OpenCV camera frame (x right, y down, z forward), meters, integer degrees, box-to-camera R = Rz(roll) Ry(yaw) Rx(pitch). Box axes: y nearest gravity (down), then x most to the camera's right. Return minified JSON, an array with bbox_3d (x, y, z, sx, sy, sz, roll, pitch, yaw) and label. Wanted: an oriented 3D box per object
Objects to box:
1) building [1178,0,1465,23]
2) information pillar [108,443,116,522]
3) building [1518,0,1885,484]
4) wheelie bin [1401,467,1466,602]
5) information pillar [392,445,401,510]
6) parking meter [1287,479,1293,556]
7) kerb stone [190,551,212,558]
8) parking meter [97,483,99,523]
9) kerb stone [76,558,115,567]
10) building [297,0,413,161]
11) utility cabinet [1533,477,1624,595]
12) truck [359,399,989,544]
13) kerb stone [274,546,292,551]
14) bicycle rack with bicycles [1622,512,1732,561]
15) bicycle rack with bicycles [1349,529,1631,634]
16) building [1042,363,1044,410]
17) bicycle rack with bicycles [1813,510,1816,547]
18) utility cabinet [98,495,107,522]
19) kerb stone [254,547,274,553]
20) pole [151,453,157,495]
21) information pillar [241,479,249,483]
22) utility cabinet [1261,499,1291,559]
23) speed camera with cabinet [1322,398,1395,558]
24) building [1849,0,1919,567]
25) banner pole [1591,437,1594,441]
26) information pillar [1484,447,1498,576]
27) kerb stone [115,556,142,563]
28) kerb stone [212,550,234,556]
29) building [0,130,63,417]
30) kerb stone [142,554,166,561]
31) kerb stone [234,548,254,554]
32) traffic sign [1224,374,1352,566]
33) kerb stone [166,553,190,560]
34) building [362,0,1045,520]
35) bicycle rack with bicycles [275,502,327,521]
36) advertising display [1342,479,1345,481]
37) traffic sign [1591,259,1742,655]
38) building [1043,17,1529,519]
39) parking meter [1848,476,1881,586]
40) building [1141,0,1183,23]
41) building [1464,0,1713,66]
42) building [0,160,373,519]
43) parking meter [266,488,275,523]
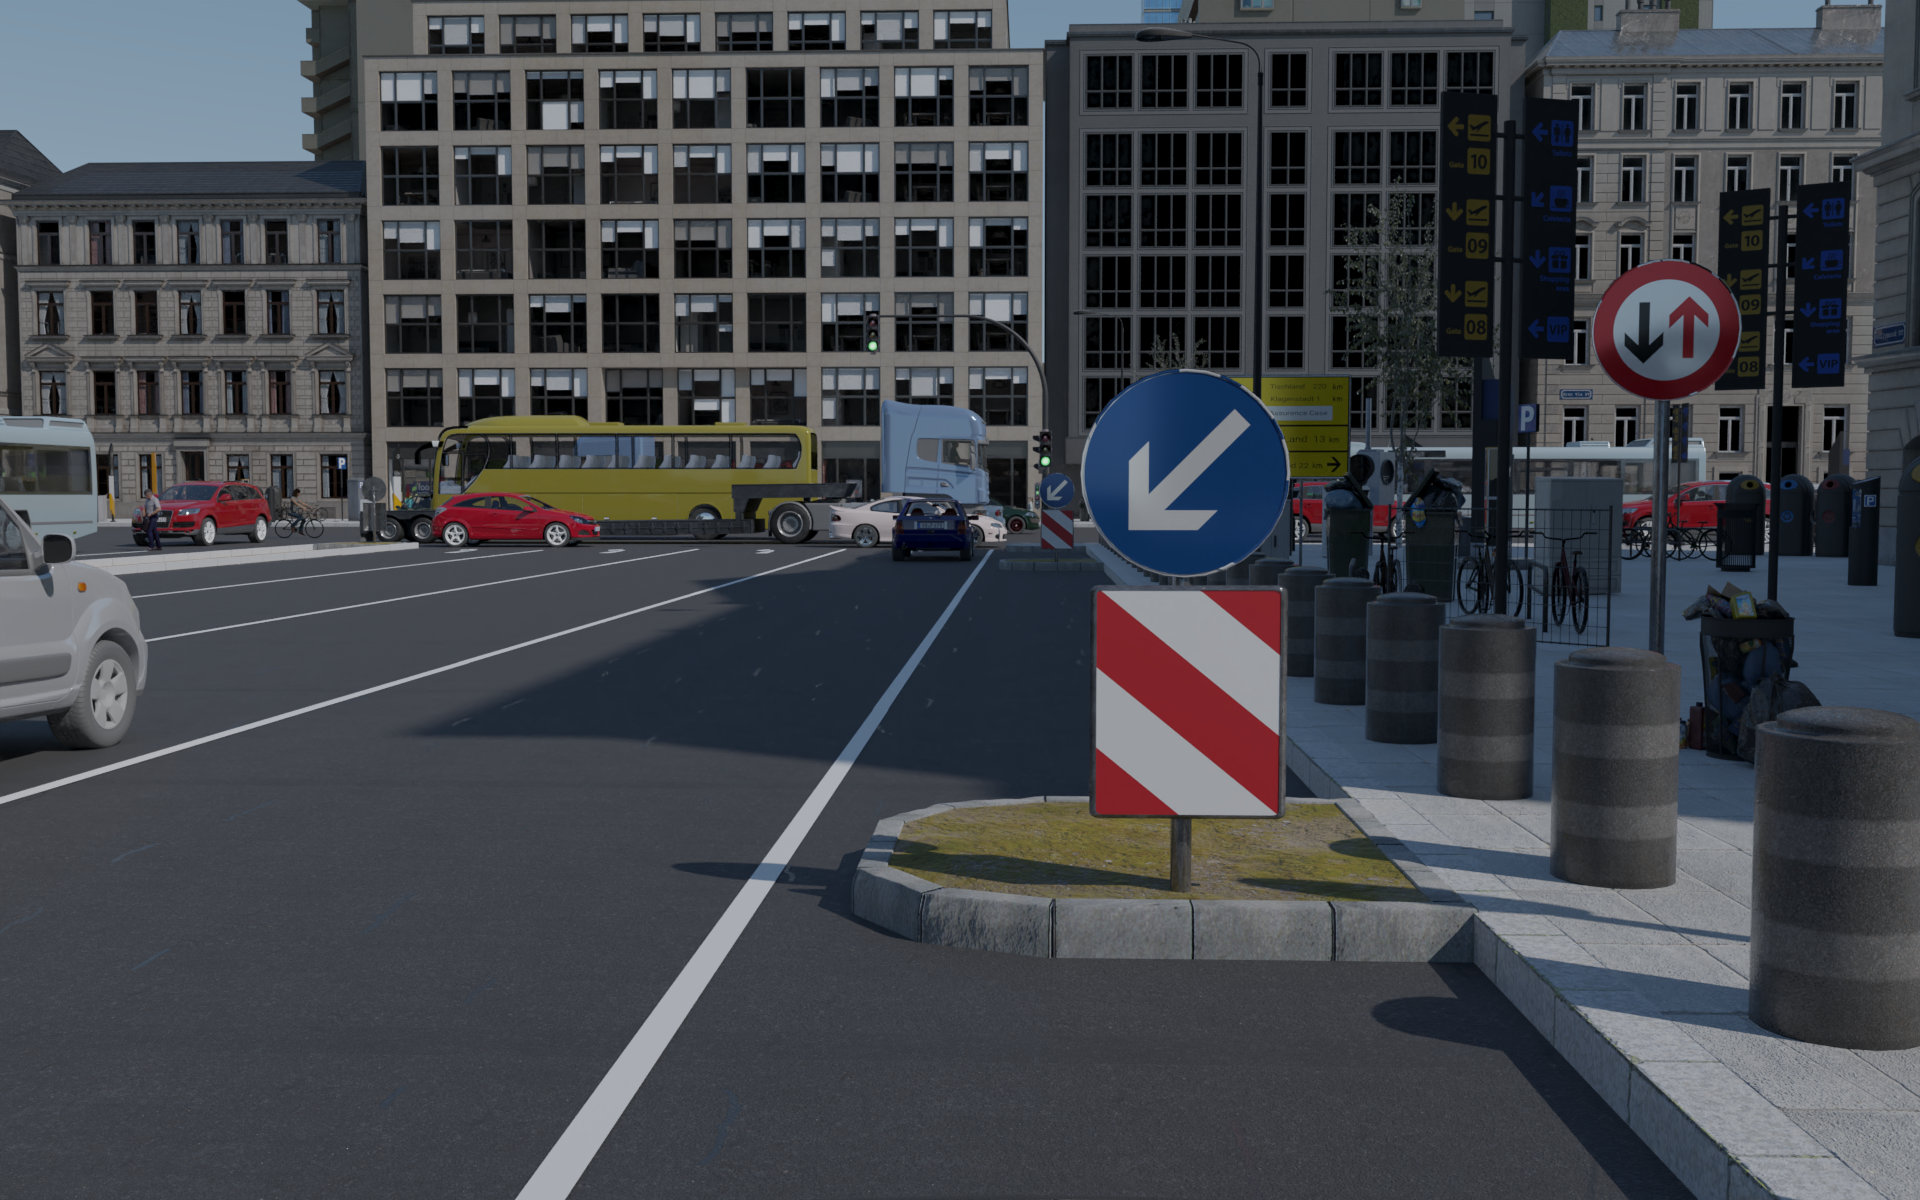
[{"bbox_3d":[30.207,-32.160,149.525,21.300,48.544,21.600,0,4,2],"label":"building"},{"bbox_3d":[-38.752,-5.367,79.102,0.183,3.616,0.504,-1,4,-12],"label":"information pillar"},{"bbox_3d":[40.962,-17.943,90.634,25.104,27.353,12.463,0,4,2],"label":"building"},{"bbox_3d":[5.674,-0.785,20.747,0.693,1.594,0.980,1,4,21],"label":"wheelie bin"},{"bbox_3d":[-26.792,-5.569,82.402,0.183,3.616,0.504,1,4,23],"label":"information pillar"},{"bbox_3d":[6.797,-1.858,36.095,0.255,1.863,0.399,1,4,13],"label":"parking meter"},{"bbox_3d":[-16.769,-0.965,38.034,0.120,0.150,1.000,0,4,2],"label":"kerb stone"},{"bbox_3d":[-38.831,-4.398,77.615,0.399,1.863,0.255,3,4,38],"label":"parking meter"},{"bbox_3d":[-16.930,-0.717,33.926,0.120,0.150,1.000,0,4,2],"label":"kerb stone"},{"bbox_3d":[-44.176,-32.294,151.711,21.300,48.544,21.600,0,4,2],"label":"building"},{"bbox_3d":[7.861,-0.815,21.996,1.173,1.500,0.318,-1,4,-23],"label":"utility cabinet"},{"bbox_3d":[-7.856,-3.712,50.457,18.799,4.110,2.967,0,4,3],"label":"truck"},{"bbox_3d":[-16.594,-1.218,42.148,0.120,0.150,1.000,0,4,2],"label":"kerb stone"},{"bbox_3d":[13.773,-1.267,34.092,2.852,0.926,2.925,-3,5,-43],"label":"bicycle rack with bicycles"},{"bbox_3d":[4.944,-0.235,17.226,2.852,0.926,2.925,1,4,15],"label":"bicycle rack with bicycles"},{"bbox_3d":[7.958,-25.405,260.411,28.899,21.520,27.650,0,4,2],"label":"building"},{"bbox_3d":[21.211,-1.714,41.400,2.852,0.926,2.925,0,4,-1],"label":"bicycle rack with bicycles"},{"bbox_3d":[-40.269,-4.289,81.286,0.306,1.237,1.020,-1,4,-19],"label":"utility cabinet"},{"bbox_3d":[-16.638,-1.158,41.121,0.120,0.150,1.000,0,4,2],"label":"kerb stone"},{"bbox_3d":[-39.572,-5.581,85.092,0.158,3.312,0.155,0,3,0],"label":"pole"},{"bbox_3d":[-35.804,-5.032,86.759,0.304,2.012,0.304,-3,5,-40],"label":"information pillar"},{"bbox_3d":[4.626,-0.950,26.701,1.020,1.237,0.306,-2,4,-33],"label":"utility cabinet"},{"bbox_3d":[8.126,-2.501,35.226,0.660,3.252,2.038,3,5,41],"label":"speed camera with cabinet"},{"bbox_3d":[21.058,-11.929,14.118,14.460,24.649,34.723,0,4,2],"label":"building"},{"bbox_3d":[27.759,-5.303,76.715,0.863,3.779,0.401,-1,4,-8],"label":"banner pole"},{"bbox_3d":[8.422,-1.392,27.255,0.304,2.012,0.304,1,4,11],"label":"information pillar"},{"bbox_3d":[-16.884,-0.780,34.954,0.120,0.150,1.000,0,4,2],"label":"kerb stone"},{"bbox_3d":[-16.727,-1.031,39.060,0.120,0.150,1.000,0,4,2],"label":"kerb stone"},{"bbox_3d":[-69.277,-14.879,94.187,40.483,20.767,10.553,0,4,2],"label":"building"},{"bbox_3d":[-16.854,-0.842,35.980,0.120,0.150,1.000,0,4,2],"label":"kerb stone"},{"bbox_3d":[-16.685,-1.092,40.095,0.120,0.150,1.000,0,4,2],"label":"kerb stone"},{"bbox_3d":[5.506,-2.183,29.562,2.265,3.308,0.079,0,4,5],"label":"traffic sign"},{"bbox_3d":[-16.806,-0.906,37.005,0.120,0.150,1.000,0,4,2],"label":"kerb stone"},{"bbox_3d":[-12.494,-17.846,96.304,34.151,26.468,19.350,0,4,2],"label":"building"},{"bbox_3d":[-31.866,-4.204,82.110,2.925,0.926,2.852,0,4,7],"label":"bicycle rack with bicycles"},{"bbox_3d":[8.576,-2.031,38.419,0.123,1.923,0.974,0,4,7],"label":"advertising display"},{"bbox_3d":[3.837,-0.574,9.488,0.768,2.556,0.104,1,4,12],"label":"traffic sign"},{"bbox_3d":[16.465,-18.296,92.647,24.014,27.812,14.314,0,4,2],"label":"building"},{"bbox_3d":[12.668,-0.970,24.266,0.372,1.533,0.369,0,3,0],"label":"parking meter"},{"bbox_3d":[38.084,-57.571,253.954,31.000,86.520,22.319,0,4,2],"label":"building"},{"bbox_3d":[59.198,-38.894,177.920,28.212,58.520,21.231,0,4,2],"label":"building"},{"bbox_3d":[-39.357,-13.999,93.516,19.286,19.102,10.561,0,4,2],"label":"building"},{"bbox_3d":[-31.030,-4.252,77.935,0.372,1.533,0.369,0,3,0],"label":"parking meter"}]
